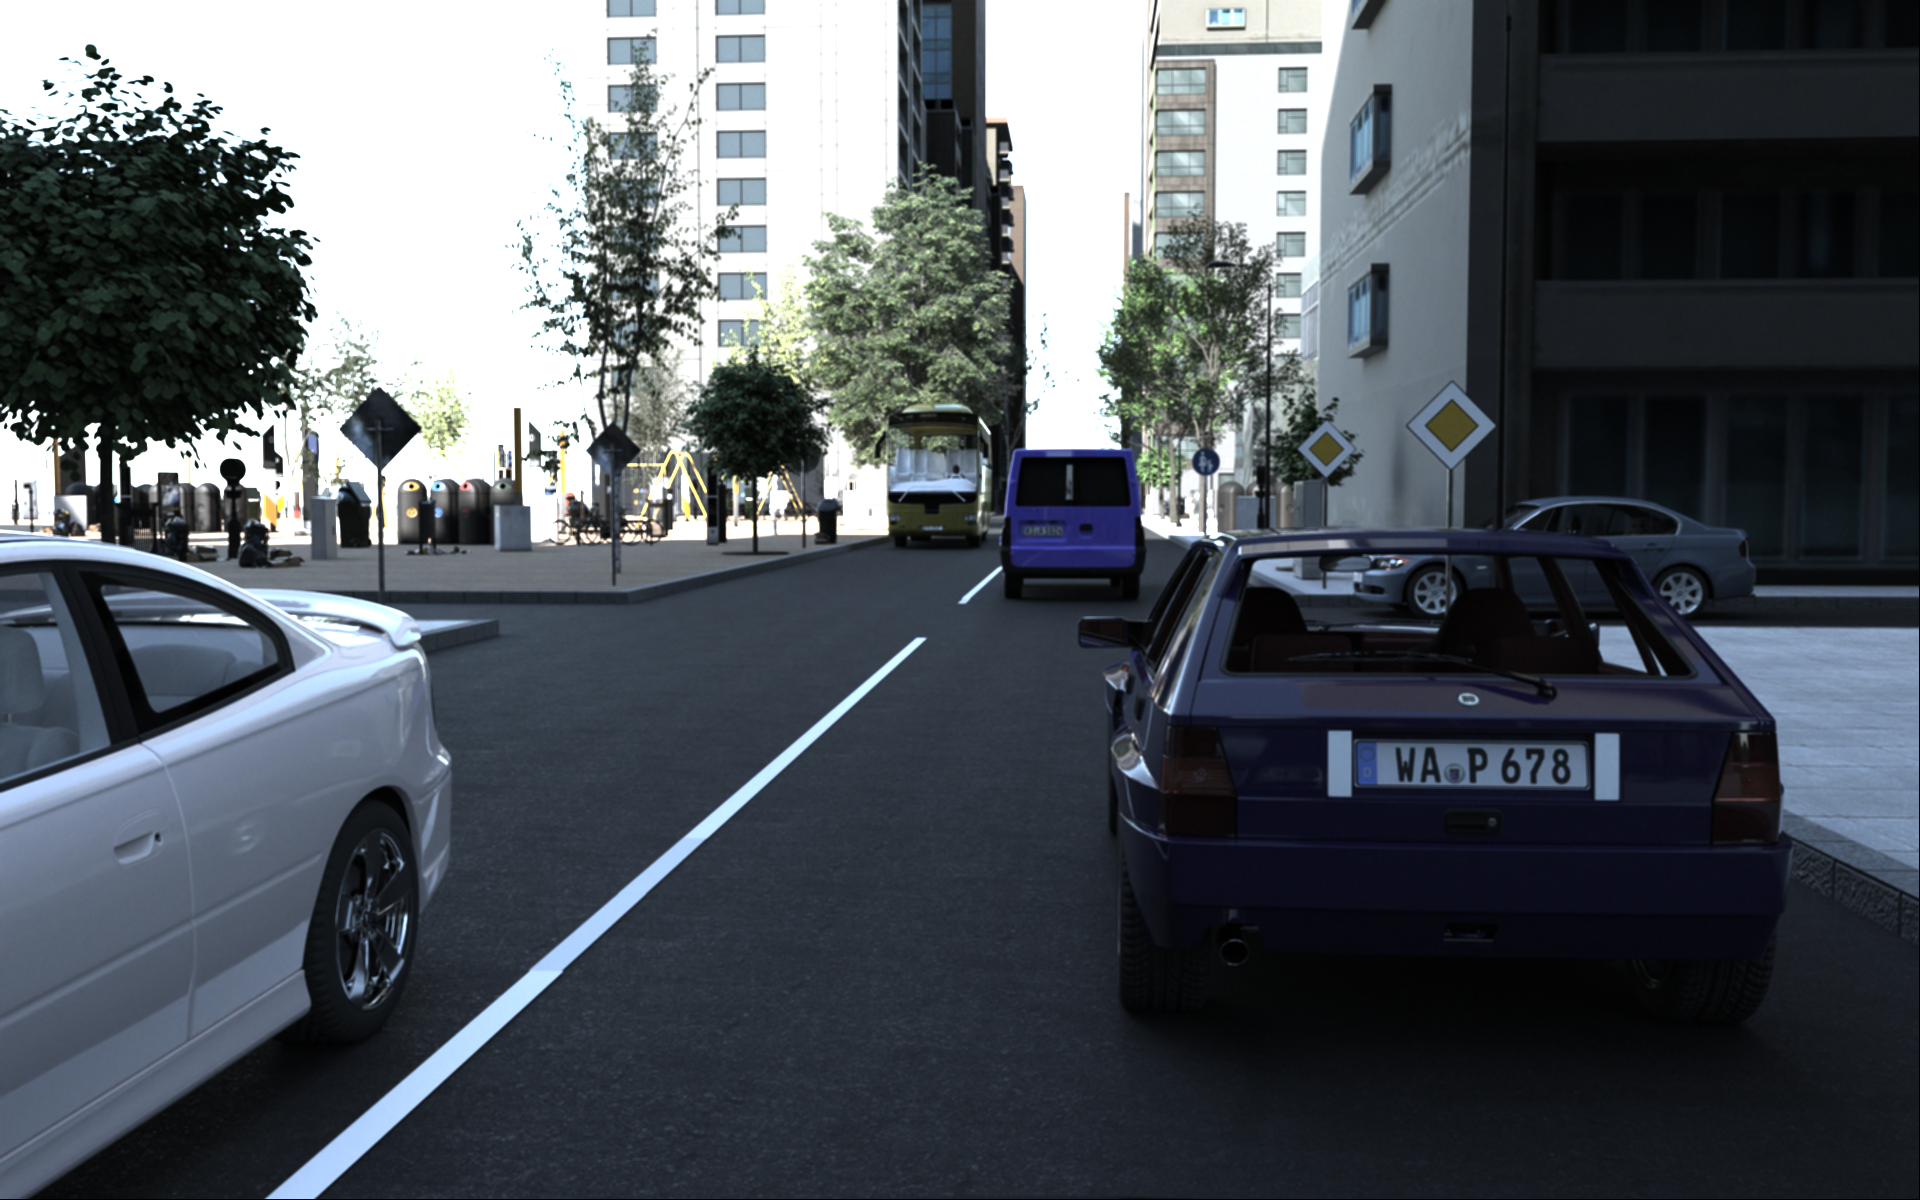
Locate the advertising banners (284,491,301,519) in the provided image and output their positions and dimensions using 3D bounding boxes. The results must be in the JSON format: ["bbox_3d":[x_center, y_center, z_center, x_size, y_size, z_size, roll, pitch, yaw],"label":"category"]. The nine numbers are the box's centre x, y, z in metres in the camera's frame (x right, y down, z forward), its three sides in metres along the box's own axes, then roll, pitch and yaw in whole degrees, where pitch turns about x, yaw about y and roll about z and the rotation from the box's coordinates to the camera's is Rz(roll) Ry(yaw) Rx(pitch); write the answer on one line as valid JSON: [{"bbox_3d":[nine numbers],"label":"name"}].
[{"bbox_3d":[-34.324,-5.714,89.611,2.074,3.025,0.090,3,4,36],"label":"advertising banners"}]

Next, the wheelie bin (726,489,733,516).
[{"bbox_3d":[-13.218,-5.617,99.739,0.980,1.594,0.693,-3,5,-39],"label":"wheelie bin"}]

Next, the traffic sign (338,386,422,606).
[{"bbox_3d":[-5.405,-0.766,16.162,0.795,2.450,0.064,0,4,4],"label":"traffic sign"}]

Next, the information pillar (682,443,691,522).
[{"bbox_3d":[-12.495,-5.358,78.959,0.183,3.616,0.504,-3,5,-42],"label":"information pillar"}]

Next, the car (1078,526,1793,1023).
[{"bbox_3d":[1.386,0.397,6.083,1.945,1.354,3.894,0,4,4],"label":"car"}]

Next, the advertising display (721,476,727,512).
[{"bbox_3d":[-8.637,-3.551,63.277,0.123,1.923,0.974,0,4,-3],"label":"advertising display"}]

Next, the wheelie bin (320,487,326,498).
[{"bbox_3d":[-26.385,-3.947,72.444,0.980,1.594,0.693,3,4,36],"label":"wheelie bin"}]

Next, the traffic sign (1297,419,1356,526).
[{"bbox_3d":[4.937,-1.209,23.404,0.795,2.450,0.064,0,4,4],"label":"traffic sign"}]

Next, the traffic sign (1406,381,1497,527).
[{"bbox_3d":[4.362,-0.722,15.440,0.795,2.450,0.064,0,4,4],"label":"traffic sign"}]

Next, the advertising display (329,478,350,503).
[{"bbox_3d":[-24.484,-3.865,68.413,0.974,1.923,0.123,2,4,25],"label":"advertising display"}]

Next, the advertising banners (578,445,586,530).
[{"bbox_3d":[-12.929,-3.848,59.100,0.090,3.025,2.074,0,4,-7],"label":"advertising banners"}]

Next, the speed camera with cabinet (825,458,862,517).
[{"bbox_3d":[-6.448,-6.201,95.717,2.038,3.252,0.660,0,4,-5],"label":"speed camera with cabinet"}]

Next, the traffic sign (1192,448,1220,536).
[{"bbox_3d":[6.819,-2.933,48.057,0.768,2.556,0.104,1,4,11],"label":"traffic sign"}]

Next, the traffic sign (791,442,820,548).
[{"bbox_3d":[-3.711,-2.511,41.159,0.768,2.556,0.104,1,4,10],"label":"traffic sign"}]

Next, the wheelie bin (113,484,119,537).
[{"bbox_3d":[-25.281,-2.688,51.852,0.980,1.594,0.693,2,4,31],"label":"wheelie bin"}]

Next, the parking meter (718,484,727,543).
[{"bbox_3d":[-6.349,-2.281,45.699,0.372,1.533,0.369,0,3,0],"label":"parking meter"}]

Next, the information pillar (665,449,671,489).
[{"bbox_3d":[-14.341,-5.733,85.081,0.183,3.616,0.504,1,4,12],"label":"information pillar"}]

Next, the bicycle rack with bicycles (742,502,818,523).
[{"bbox_3d":[-7.763,-4.004,78.843,2.925,0.926,2.852,2,4,28],"label":"bicycle rack with bicycles"}]

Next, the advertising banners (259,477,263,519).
[{"bbox_3d":[-33.707,-5.306,82.935,0.090,3.025,2.074,1,4,23],"label":"advertising banners"}]

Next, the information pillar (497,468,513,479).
[{"bbox_3d":[-12.946,-2.742,49.321,0.304,2.012,0.304,2,4,31],"label":"information pillar"}]

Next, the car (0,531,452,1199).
[{"bbox_3d":[-2.566,0.553,3.313,2.083,1.381,4.827,0,4,5],"label":"car"}]

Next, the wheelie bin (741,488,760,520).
[{"bbox_3d":[-10.525,-4.835,86.959,0.980,1.594,0.693,-1,4,-10],"label":"wheelie bin"}]

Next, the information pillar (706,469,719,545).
[{"bbox_3d":[-6.236,-2.391,43.585,0.304,2.012,0.304,-1,4,-11],"label":"information pillar"}]

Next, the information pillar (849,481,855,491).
[{"bbox_3d":[-6.027,-5.634,96.609,0.304,2.012,0.304,1,4,13],"label":"information pillar"}]

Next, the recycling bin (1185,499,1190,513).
[{"bbox_3d":[12.721,-4.999,94.286,0.722,1.027,0.722,2,4,30],"label":"recycling bin"}]

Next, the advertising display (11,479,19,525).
[{"bbox_3d":[-39.927,-4.157,73.178,0.123,1.923,0.974,-3,4,-36],"label":"advertising display"}]

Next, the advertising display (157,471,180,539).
[{"bbox_3d":[-22.580,-2.705,49.435,0.123,1.923,0.974,0,4,5],"label":"advertising display"}]

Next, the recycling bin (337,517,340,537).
[{"bbox_3d":[-18.227,-2.397,51.745,0.722,1.027,0.722,-1,4,-19],"label":"recycling bin"}]

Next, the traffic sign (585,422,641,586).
[{"bbox_3d":[-4.831,-1.253,24.127,0.795,2.450,0.064,0,4,4],"label":"traffic sign"}]

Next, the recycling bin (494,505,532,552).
[{"bbox_3d":[-10.076,-1.620,39.036,0.722,1.027,0.722,-2,4,-24],"label":"recycling bin"}]

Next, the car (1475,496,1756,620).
[{"bbox_3d":[6.938,-0.518,20.466,4.499,1.417,2.014,0,4,2],"label":"car"}]

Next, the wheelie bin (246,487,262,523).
[{"bbox_3d":[-30.172,-4.016,73.566,0.693,1.594,0.980,3,5,42],"label":"wheelie bin"}]

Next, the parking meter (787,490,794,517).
[{"bbox_3d":[-9.675,-5.524,98.732,0.372,1.533,0.369,0,3,0],"label":"parking meter"}]

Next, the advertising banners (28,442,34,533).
[{"bbox_3d":[-21.514,-2.685,40.094,0.090,3.025,2.074,-2,4,-28],"label":"advertising banners"}]

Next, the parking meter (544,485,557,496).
[{"bbox_3d":[-11.622,-2.494,49.186,0.372,1.533,0.369,0,3,0],"label":"parking meter"}]

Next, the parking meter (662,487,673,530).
[{"bbox_3d":[-10.367,-3.244,61.444,0.372,1.533,0.369,0,3,0],"label":"parking meter"}]

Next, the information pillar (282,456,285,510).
[{"bbox_3d":[-35.904,-6.115,91.340,0.504,3.616,0.183,0,4,-4],"label":"information pillar"}]

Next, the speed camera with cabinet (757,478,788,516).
[{"bbox_3d":[-10.875,-6.439,99.609,2.038,3.252,0.660,-2,4,-31],"label":"speed camera with cabinet"}]

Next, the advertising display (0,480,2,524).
[{"bbox_3d":[-42.045,-4.281,75.205,0.974,1.923,0.123,1,4,19],"label":"advertising display"}]

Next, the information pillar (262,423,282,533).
[{"bbox_3d":[-22.692,-4.011,56.932,0.183,3.616,0.504,2,4,29],"label":"information pillar"}]

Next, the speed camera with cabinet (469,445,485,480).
[{"bbox_3d":[-19.588,-4.643,70.246,0.660,3.252,2.038,-1,4,-13],"label":"speed camera with cabinet"}]

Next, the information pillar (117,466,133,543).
[{"bbox_3d":[-21.704,-2.480,45.033,0.304,2.012,0.304,-2,4,-35],"label":"information pillar"}]

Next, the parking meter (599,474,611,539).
[{"bbox_3d":[-10.145,-2.691,49.715,0.255,1.863,0.399,2,4,32],"label":"parking meter"}]

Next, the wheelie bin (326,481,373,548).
[{"bbox_3d":[-14.563,-2.057,41.545,0.693,1.594,0.980,1,4,9],"label":"wheelie bin"}]

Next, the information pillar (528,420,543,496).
[{"bbox_3d":[-13.464,-3.885,54.880,0.504,3.616,0.183,2,4,25],"label":"information pillar"}]

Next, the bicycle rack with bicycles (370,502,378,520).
[{"bbox_3d":[-30.592,-4.528,87.407,2.852,0.926,2.925,-1,4,-21],"label":"bicycle rack with bicycles"}]
